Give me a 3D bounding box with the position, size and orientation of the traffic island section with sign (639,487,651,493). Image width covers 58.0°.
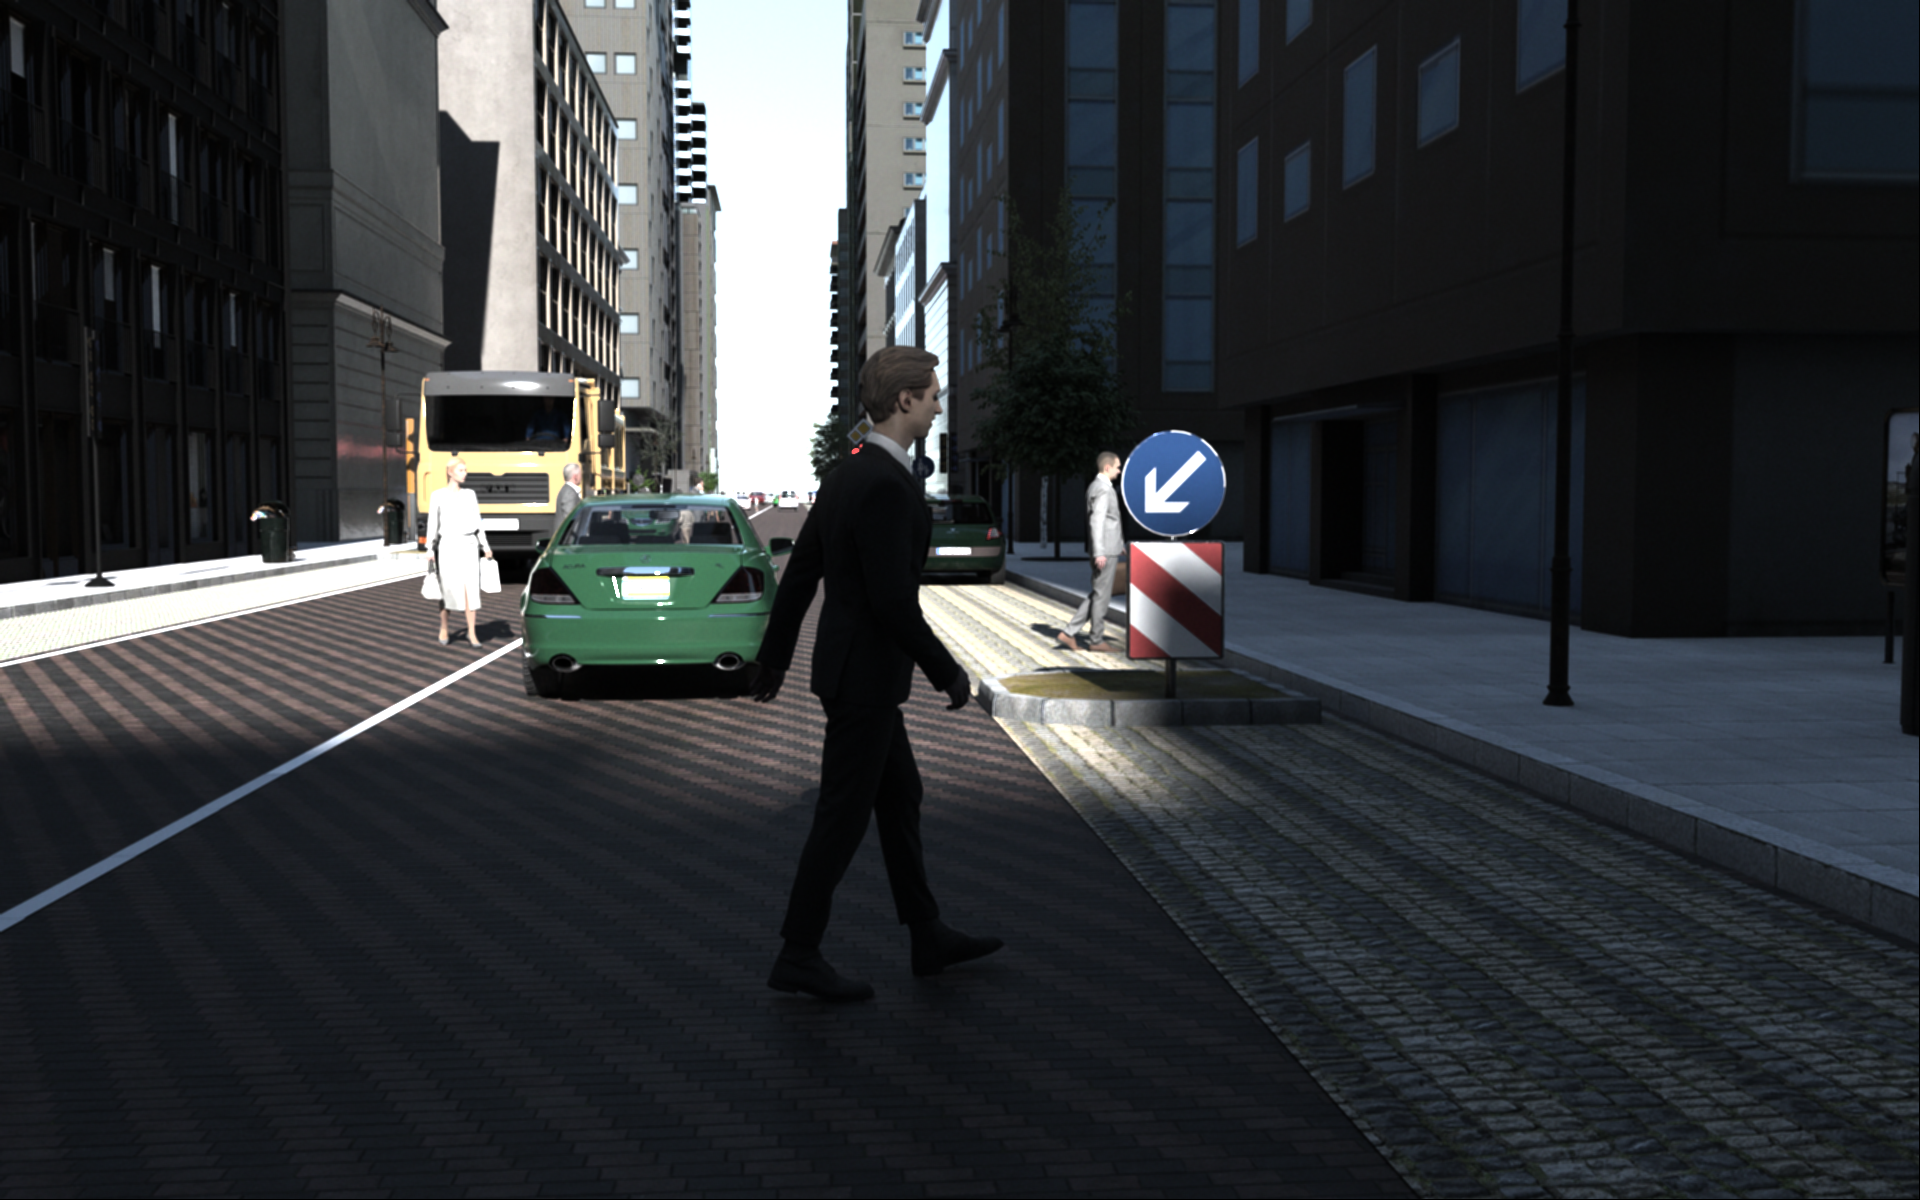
[{"bbox_3d":[-16.943,-5.190,93.478,1.989,1.847,2.006,0,4,-5],"label":"traffic island section with sign"}]

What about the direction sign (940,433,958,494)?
[{"bbox_3d":[-0.412,-4.424,64.331,0.876,3.537,0.379,3,5,41],"label":"direction sign"}]

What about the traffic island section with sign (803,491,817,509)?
[{"bbox_3d":[-16.676,-11.565,197.714,1.989,1.847,2.006,0,4,-5],"label":"traffic island section with sign"}]

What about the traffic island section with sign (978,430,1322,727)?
[{"bbox_3d":[1.156,-0.180,11.565,1.989,1.847,2.006,0,4,-5],"label":"traffic island section with sign"}]

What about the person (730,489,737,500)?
[{"bbox_3d":[-16.675,-7.277,127.698,0.478,1.798,0.641,2,4,30],"label":"person"}]

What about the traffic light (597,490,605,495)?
[{"bbox_3d":[-14.732,-5.000,70.676,0.839,4.253,0.868,0,4,-5],"label":"traffic light"}]

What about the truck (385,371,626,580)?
[{"bbox_3d":[-7.521,-2.110,30.421,3.469,3.379,9.791,0,4,-7],"label":"truck"}]

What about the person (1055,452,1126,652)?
[{"bbox_3d":[1.301,-0.429,15.634,0.853,1.813,0.709,0,4,-4],"label":"person"}]

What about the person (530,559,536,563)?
[{"bbox_3d":[-9.004,-1.642,35.768,0.576,1.772,0.534,0,4,-3],"label":"person"}]

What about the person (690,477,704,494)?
[{"bbox_3d":[-6.327,-2.086,42.418,0.447,1.846,0.655,1,4,14],"label":"person"}]

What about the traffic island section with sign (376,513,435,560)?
[{"bbox_3d":[-11.648,-1.808,38.194,1.989,1.847,2.006,0,4,-5],"label":"traffic island section with sign"}]

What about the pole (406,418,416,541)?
[{"bbox_3d":[-14.849,-3.241,46.833,0.158,3.312,0.155,0,3,0],"label":"pole"}]

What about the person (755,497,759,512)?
[{"bbox_3d":[-16.070,-7.575,137.373,0.382,1.210,0.505,-2,4,-24],"label":"person"}]

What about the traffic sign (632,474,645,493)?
[{"bbox_3d":[-19.993,-6.579,107.667,0.768,2.556,0.104,0,4,-5],"label":"traffic sign"}]

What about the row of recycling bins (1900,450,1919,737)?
[{"bbox_3d":[6.810,-0.132,9.276,3.534,1.692,1.069,-1,4,-10],"label":"row of recycling bins"}]

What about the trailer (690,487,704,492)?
[{"bbox_3d":[-20.239,-7.709,133.088,1.471,1.999,3.904,0,4,-6],"label":"trailer"}]

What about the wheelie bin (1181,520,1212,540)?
[{"bbox_3d":[5.465,-1.981,40.296,0.980,1.594,0.693,-1,4,-13],"label":"wheelie bin"}]

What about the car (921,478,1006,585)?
[{"bbox_3d":[-0.239,-1.143,28.480,2.009,1.686,4.222,0,4,-4],"label":"car"}]

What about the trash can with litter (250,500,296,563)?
[{"bbox_3d":[-12.846,-1.290,32.477,0.624,1.170,1.055,0,4,-8],"label":"trash can with litter"}]

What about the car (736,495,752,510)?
[{"bbox_3d":[-19.990,-8.885,157.631,2.083,1.381,4.827,0,4,-7],"label":"car"}]

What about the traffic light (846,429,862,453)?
[{"bbox_3d":[-4.320,-5.062,71.686,0.839,4.253,0.868,0,4,-5],"label":"traffic light"}]

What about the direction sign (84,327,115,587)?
[{"bbox_3d":[-11.937,-1.953,23.923,0.379,3.537,0.876,-1,4,-16],"label":"direction sign"}]

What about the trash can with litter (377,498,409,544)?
[{"bbox_3d":[-14.574,-2.033,44.624,0.624,1.170,1.055,0,4,-5],"label":"trash can with litter"}]

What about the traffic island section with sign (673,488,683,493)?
[{"bbox_3d":[-19.538,-6.839,120.440,1.989,1.847,2.006,0,4,-5],"label":"traffic island section with sign"}]

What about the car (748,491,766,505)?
[{"bbox_3d":[-25.773,-12.894,219.496,2.281,1.827,5.304,0,4,-6],"label":"car"}]

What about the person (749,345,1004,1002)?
[{"bbox_3d":[-0.197,0.200,5.000,0.755,1.850,0.659,-1,4,-17],"label":"person"}]

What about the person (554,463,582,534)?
[{"bbox_3d":[-4.236,-0.628,19.162,0.834,1.777,0.661,-2,4,-28],"label":"person"}]

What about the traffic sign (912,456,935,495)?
[{"bbox_3d":[-1.213,-3.503,57.385,0.768,2.556,0.104,0,4,4],"label":"traffic sign"}]

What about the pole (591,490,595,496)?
[{"bbox_3d":[-18.530,-5.723,87.407,0.158,3.312,0.155,0,3,0],"label":"pole"}]

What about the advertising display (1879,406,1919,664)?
[{"bbox_3d":[7.095,-0.455,12.659,0.123,1.923,0.974,0,4,-7],"label":"advertising display"}]

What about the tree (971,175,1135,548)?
[{"bbox_3d":[2.018,-5.535,40.867,4.737,8.622,4.395,0,3,0],"label":"tree"}]

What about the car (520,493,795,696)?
[{"bbox_3d":[-2.367,-0.124,13.820,2.131,1.459,4.920,0,4,-7],"label":"car"}]

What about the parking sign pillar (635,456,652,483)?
[{"bbox_3d":[-22.187,-8.122,121.268,1.447,3.967,1.447,2,4,35],"label":"parking sign pillar"}]

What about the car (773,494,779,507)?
[{"bbox_3d":[-20.053,-11.358,194.497,1.959,1.807,4.718,0,4,-4],"label":"car"}]

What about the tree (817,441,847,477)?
[{"bbox_3d":[-16.905,-17.219,231.896,4.360,8.622,3.978,0,3,0],"label":"tree"}]

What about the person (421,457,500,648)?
[{"bbox_3d":[-4.704,-0.455,16.290,0.694,1.780,0.624,-1,4,-20],"label":"person"}]

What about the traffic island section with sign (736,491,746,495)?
[{"bbox_3d":[-34.657,-16.490,278.230,1.989,1.847,2.006,0,4,-5],"label":"traffic island section with sign"}]

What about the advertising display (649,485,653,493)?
[{"bbox_3d":[-20.919,-6.836,116.974,0.123,1.923,0.974,-2,4,-24],"label":"advertising display"}]

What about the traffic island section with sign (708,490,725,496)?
[{"bbox_3d":[-24.160,-9.790,168.698,1.989,1.847,2.006,0,4,-5],"label":"traffic island section with sign"}]

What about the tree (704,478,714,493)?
[{"bbox_3d":[-30.106,-13.143,209.487,1.663,3.219,1.824,0,3,0],"label":"tree"}]

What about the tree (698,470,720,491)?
[{"bbox_3d":[-32.364,-14.548,221.570,4.285,4.588,4.351,0,3,0],"label":"tree"}]

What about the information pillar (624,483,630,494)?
[{"bbox_3d":[-21.512,-6.574,111.974,0.304,2.012,0.304,1,4,14],"label":"information pillar"}]

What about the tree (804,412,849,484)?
[{"bbox_3d":[-17.652,-19.600,238.589,7.486,12.596,7.792,0,3,0],"label":"tree"}]

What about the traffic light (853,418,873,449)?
[{"bbox_3d":[-3.558,-4.576,63.737,0.839,4.253,0.868,0,4,-5],"label":"traffic light"}]
